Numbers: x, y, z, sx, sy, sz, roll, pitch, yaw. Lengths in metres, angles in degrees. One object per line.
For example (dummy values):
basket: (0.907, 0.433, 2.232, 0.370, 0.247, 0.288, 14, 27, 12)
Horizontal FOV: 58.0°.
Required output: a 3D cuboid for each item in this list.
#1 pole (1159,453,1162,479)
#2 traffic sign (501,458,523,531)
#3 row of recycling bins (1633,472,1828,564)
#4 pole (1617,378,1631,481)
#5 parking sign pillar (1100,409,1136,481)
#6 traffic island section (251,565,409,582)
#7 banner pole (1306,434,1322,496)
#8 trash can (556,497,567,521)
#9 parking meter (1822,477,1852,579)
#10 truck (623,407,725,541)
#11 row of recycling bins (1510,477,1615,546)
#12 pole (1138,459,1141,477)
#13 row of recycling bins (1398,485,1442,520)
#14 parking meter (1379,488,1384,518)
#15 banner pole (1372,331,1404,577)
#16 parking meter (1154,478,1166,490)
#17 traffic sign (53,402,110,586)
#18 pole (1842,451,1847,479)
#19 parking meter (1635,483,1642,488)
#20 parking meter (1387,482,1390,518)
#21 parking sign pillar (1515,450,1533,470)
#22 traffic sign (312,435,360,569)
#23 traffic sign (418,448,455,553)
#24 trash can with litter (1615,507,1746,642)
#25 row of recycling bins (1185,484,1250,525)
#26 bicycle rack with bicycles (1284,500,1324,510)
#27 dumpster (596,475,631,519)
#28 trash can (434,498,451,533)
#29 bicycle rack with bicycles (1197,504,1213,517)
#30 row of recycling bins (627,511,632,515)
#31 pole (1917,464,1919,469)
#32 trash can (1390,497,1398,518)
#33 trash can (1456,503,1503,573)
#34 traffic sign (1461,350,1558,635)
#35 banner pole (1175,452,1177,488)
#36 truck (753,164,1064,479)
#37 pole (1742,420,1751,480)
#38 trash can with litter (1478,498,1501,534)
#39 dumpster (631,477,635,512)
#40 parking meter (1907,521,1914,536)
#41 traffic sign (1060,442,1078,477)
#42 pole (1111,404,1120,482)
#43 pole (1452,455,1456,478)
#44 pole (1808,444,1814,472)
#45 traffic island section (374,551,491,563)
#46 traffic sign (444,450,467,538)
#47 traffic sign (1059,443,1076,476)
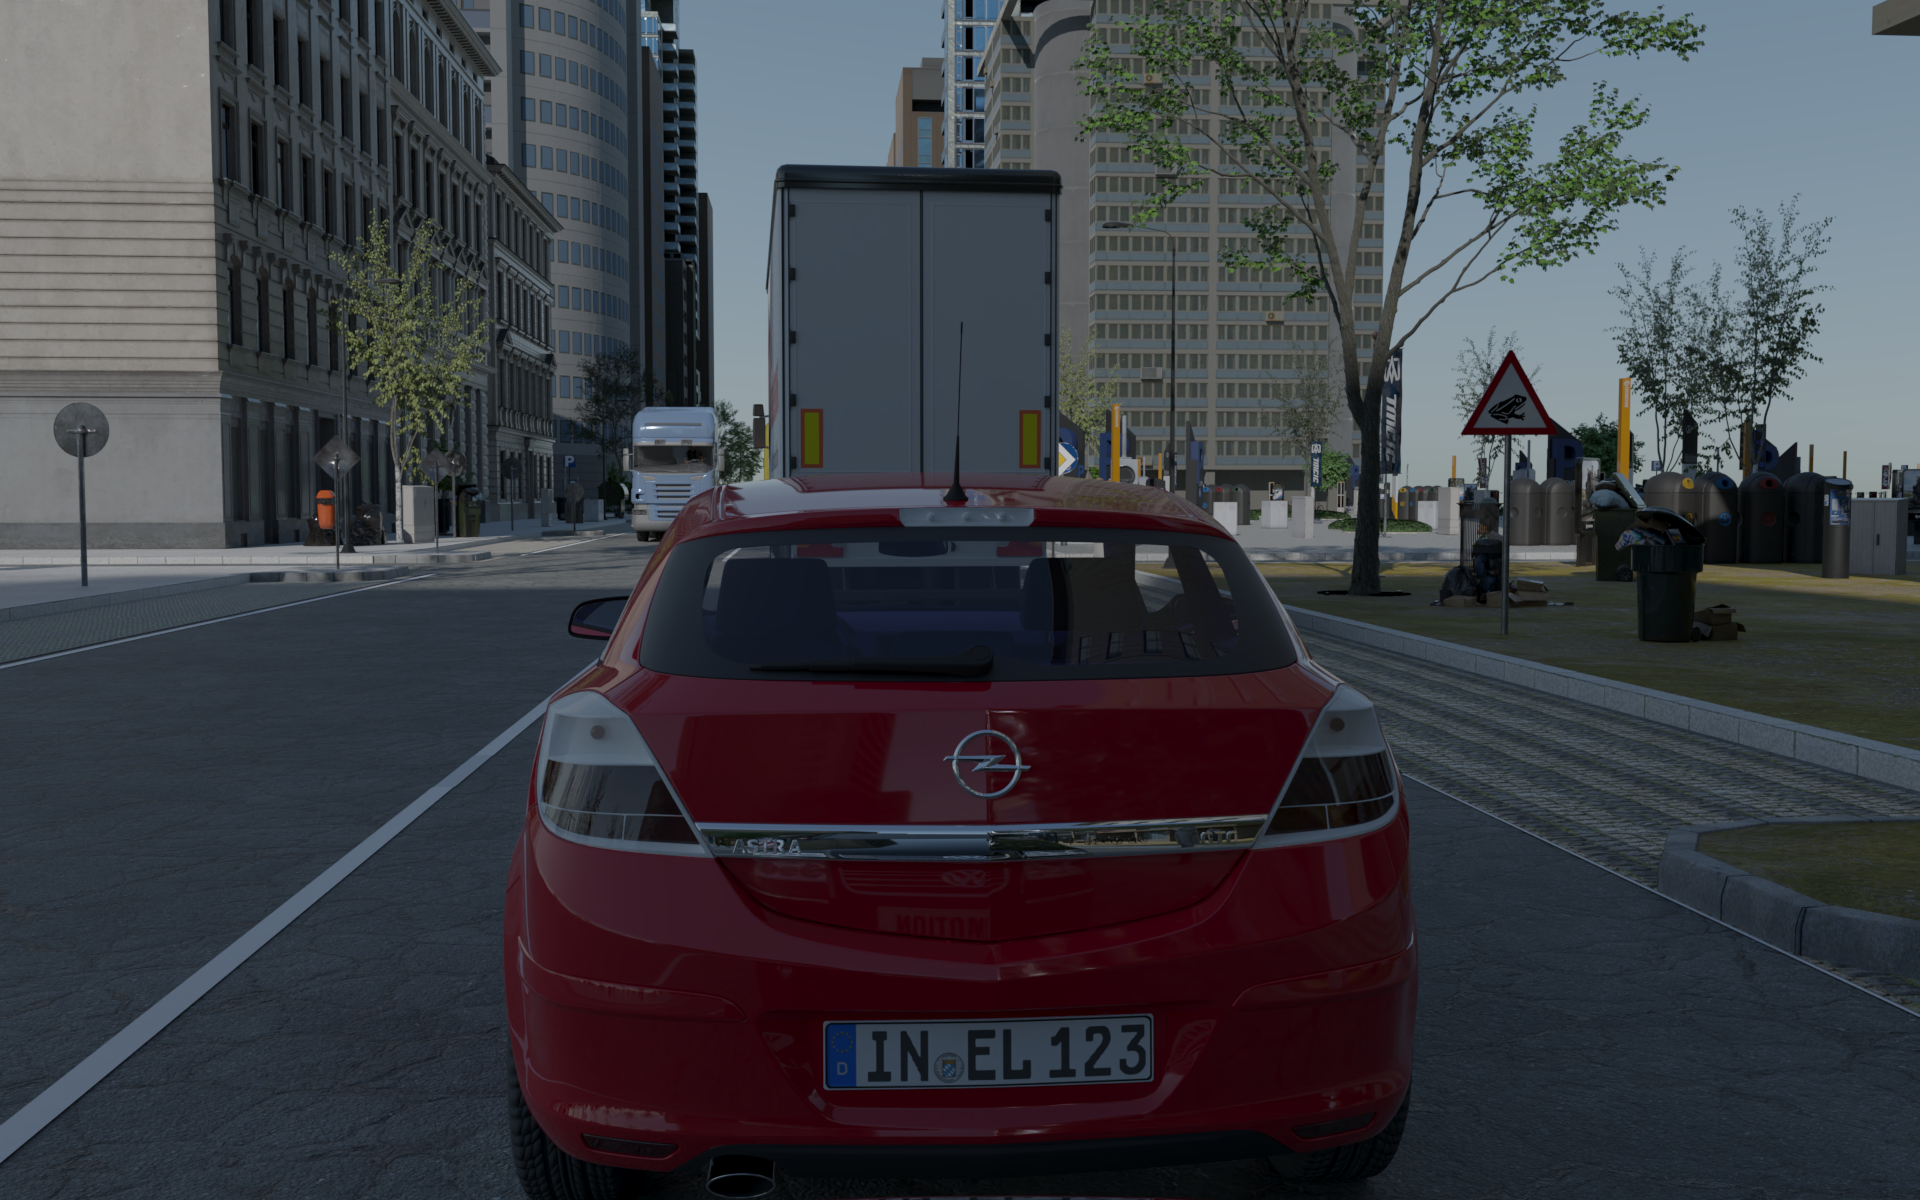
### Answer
pole: (10.019, -5.678, 86.681, 0.158, 3.312, 0.155, 0, 3, 0)
traffic sign: (-15.638, -3.690, 60.444, 0.768, 2.556, 0.104, 0, 4, 0)
row of recycling bins: (14.394, -1.529, 32.115, 3.534, 1.692, 1.069, 0, 4, -6)
pole: (11.693, -2.245, 30.553, 0.158, 3.312, 0.155, 0, 3, 0)
parking sign pillar: (4.965, -4.047, 54.644, 1.447, 3.967, 1.447, -3, 4, -36)
traffic island section: (-10.629, -0.444, 29.540, 2.009, 0.180, 2.903, 0, 4, -5)
banner pole: (14.694, -5.031, 72.268, 0.863, 3.779, 0.401, 2, 4, 24)
trash can: (-19.178, -4.412, 83.787, 0.748, 1.137, 0.748, 0, 3, 0)
parking meter: (13.339, -1.097, 26.342, 0.372, 1.533, 0.369, 0, 3, 0)
truck: (-9.222, -4.261, 59.429, 2.967, 4.110, 18.799, 0, 4, -5)
row of recycling bins: (15.299, -2.226, 43.509, 3.534, 1.692, 1.069, -1, 4, -19)
pole: (10.346, -6.510, 100.285, 0.158, 3.312, 0.155, 0, 3, 0)
row of recycling bins: (22.485, -4.719, 84.271, 1.069, 1.692, 3.534, -1, 4, -17)
parking meter: (16.346, -3.595, 67.183, 0.372, 1.533, 0.369, 0, 3, 0)
banner pole: (6.496, -2.234, 26.535, 0.401, 3.779, 0.863, -2, 4, -25)
parking meter: (7.326, -3.532, 63.458, 0.399, 1.863, 0.255, -2, 4, -26)
traffic sign: (-12.185, -1.464, 24.035, 0.768, 2.556, 0.104, 0, 4, -1)
pole: (41.853, -5.391, 81.991, 0.158, 3.312, 0.155, 0, 3, 0)
parking meter: (37.027, -5.427, 94.440, 0.399, 1.863, 0.255, 2, 4, 26)
parking meter: (21.204, -4.914, 86.049, 0.255, 1.863, 0.399, 2, 4, 25)
parking sign pillar: (34.324, -7.158, 105.511, 1.447, 3.967, 1.447, -1, 4, -13)
traffic sign: (-10.606, -1.580, 29.480, 0.795, 2.450, 0.064, 0, 4, -5)
traffic sign: (-11.311, -2.067, 37.434, 0.795, 2.450, 0.064, 0, 4, -5)
trash can with litter: (6.352, -0.235, 15.225, 1.055, 1.170, 0.624, -2, 4, -25)
row of recycling bins: (10.815, -4.010, 72.678, 1.069, 1.692, 3.534, -3, 4, -36)
bicycle rack with bicycles: (20.366, -5.610, 105.111, 2.852, 0.926, 2.925, -1, 4, -18)
dumpster: (-18.064, -5.347, 89.921, 1.502, 2.255, 1.985, 0, 4, -5)
trash can: (-17.028, -2.755, 56.695, 0.748, 1.137, 0.748, 0, 3, 0)
bicycle rack with bicycles: (7.617, -2.898, 60.768, 2.852, 0.926, 2.925, -1, 4, -17)
row of recycling bins: (-20.293, -6.215, 108.728, 1.069, 1.692, 3.534, -1, 4, -16)
pole: (64.031, -7.459, 115.799, 0.158, 3.312, 0.155, 0, 3, 0)
trash can: (22.254, -4.732, 89.025, 0.748, 1.137, 0.748, 0, 3, 0)
trash can: (8.467, -1.014, 28.234, 0.748, 1.137, 0.748, 0, 3, 0)
traffic sign: (4.963, -0.961, 15.713, 0.884, 2.594, 0.081, 0, 4, -2)
banner pole: (11.319, -6.198, 91.349, 0.401, 3.779, 0.863, -1, 4, -10)
truck: (-1.008, -1.928, 20.440, 2.839, 4.237, 11.283, 0, 4, -7)
pole: (21.548, -3.280, 47.467, 0.158, 3.312, 0.155, 0, 3, 0)
trash can with litter: (16.846, -2.681, 55.225, 0.624, 1.170, 1.055, 2, 4, 25)
dumpster: (-18.720, -5.779, 96.988, 1.502, 2.255, 1.985, 0, 4, -5)
parking meter: (29.020, -2.889, 52.939, 0.399, 1.863, 0.255, 0, 3, 0)
traffic sign: (2.527, -2.612, 42.805, 0.768, 2.556, 0.104, 0, 4, -2)
pole: (3.531, -2.783, 39.346, 0.158, 3.312, 0.155, 0, 3, 0)
pole: (26.100, -5.977, 91.562, 0.158, 3.312, 0.155, 0, 3, 0)
pole: (34.846, -4.717, 70.967, 0.158, 3.312, 0.155, 0, 3, 0)
traffic island section: (-11.334, -0.930, 37.494, 2.009, 0.180, 2.903, 0, 4, -5)
traffic sign: (-14.683, -3.066, 50.233, 0.768, 2.556, 0.104, 0, 4, 5)
traffic sign: (1.642, -1.645, 30.541, 0.795, 2.450, 0.064, 0, 4, -5)
